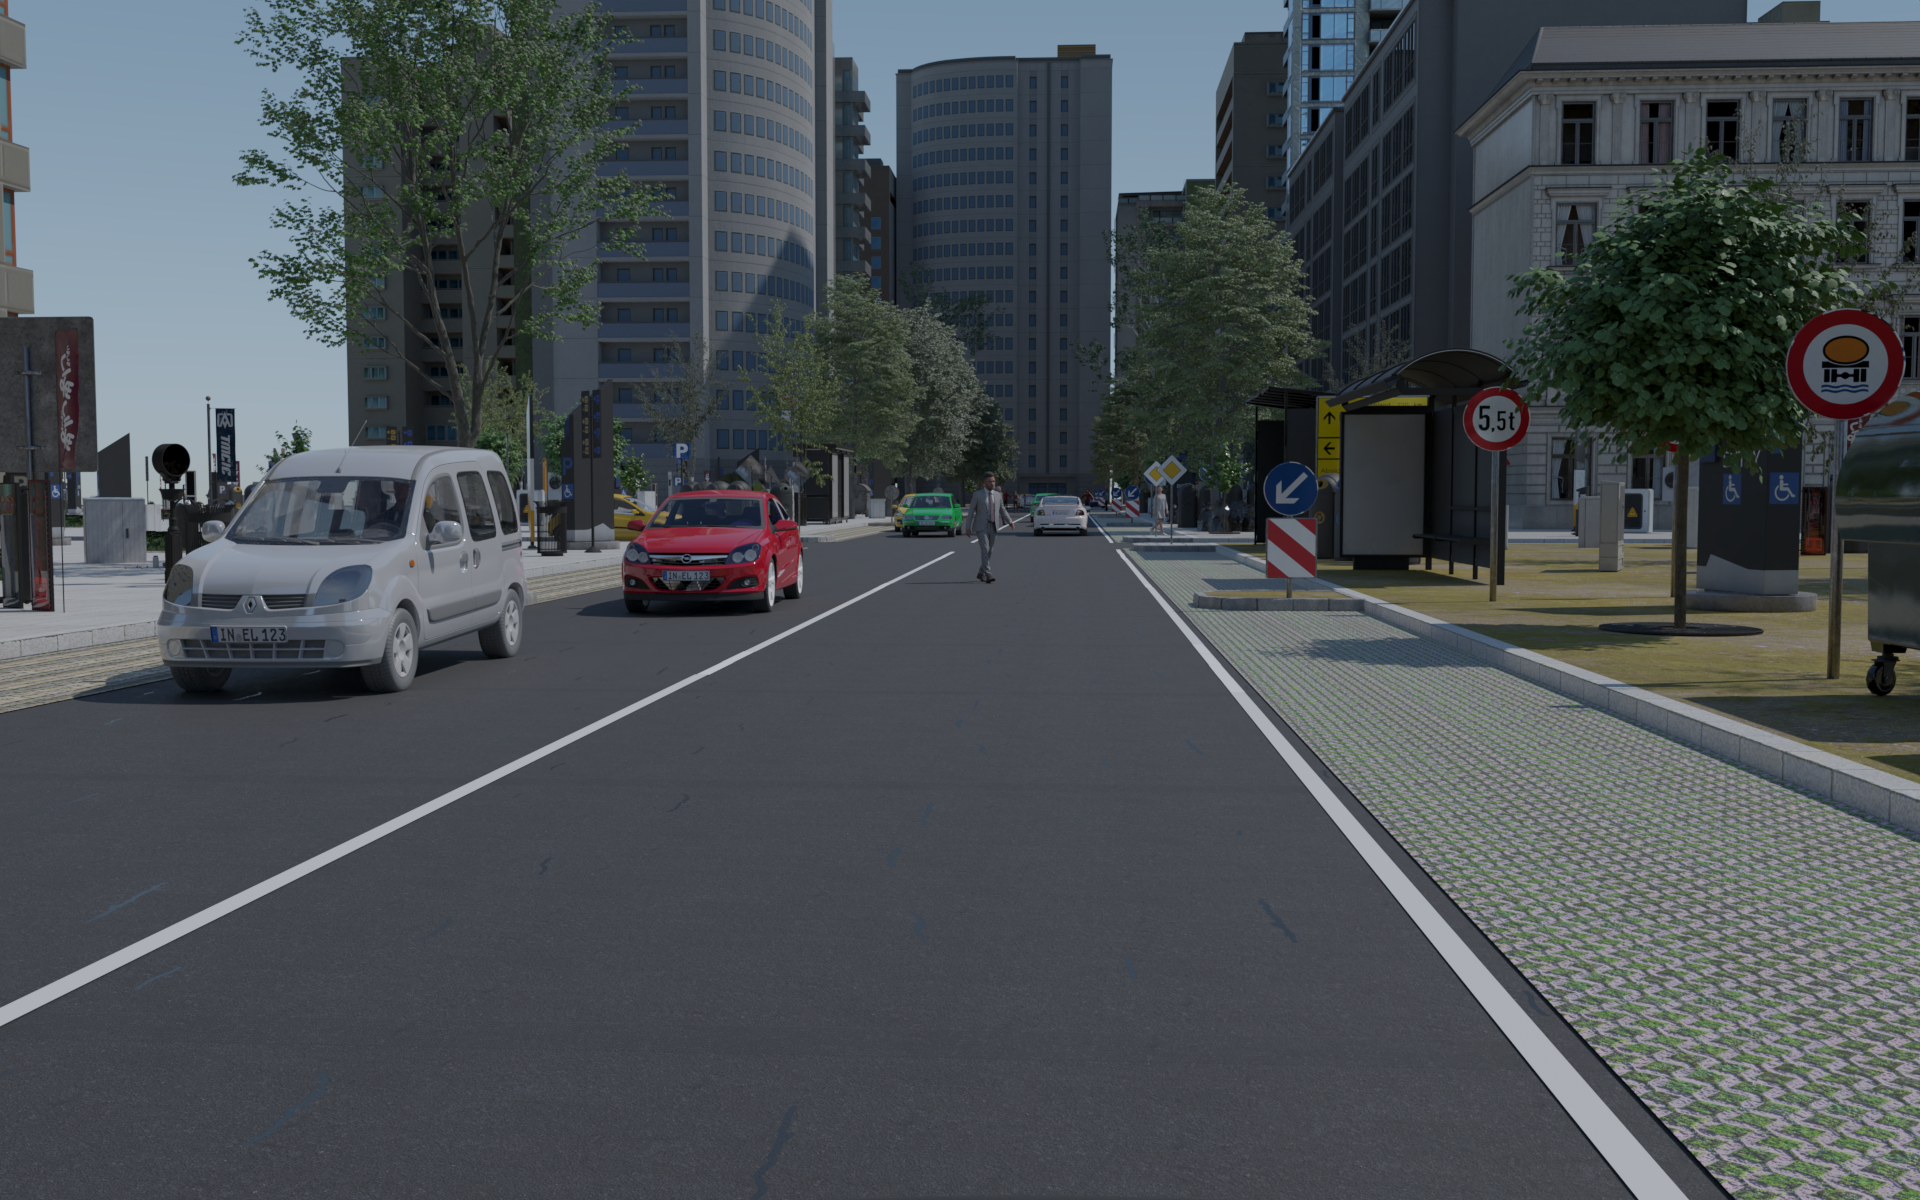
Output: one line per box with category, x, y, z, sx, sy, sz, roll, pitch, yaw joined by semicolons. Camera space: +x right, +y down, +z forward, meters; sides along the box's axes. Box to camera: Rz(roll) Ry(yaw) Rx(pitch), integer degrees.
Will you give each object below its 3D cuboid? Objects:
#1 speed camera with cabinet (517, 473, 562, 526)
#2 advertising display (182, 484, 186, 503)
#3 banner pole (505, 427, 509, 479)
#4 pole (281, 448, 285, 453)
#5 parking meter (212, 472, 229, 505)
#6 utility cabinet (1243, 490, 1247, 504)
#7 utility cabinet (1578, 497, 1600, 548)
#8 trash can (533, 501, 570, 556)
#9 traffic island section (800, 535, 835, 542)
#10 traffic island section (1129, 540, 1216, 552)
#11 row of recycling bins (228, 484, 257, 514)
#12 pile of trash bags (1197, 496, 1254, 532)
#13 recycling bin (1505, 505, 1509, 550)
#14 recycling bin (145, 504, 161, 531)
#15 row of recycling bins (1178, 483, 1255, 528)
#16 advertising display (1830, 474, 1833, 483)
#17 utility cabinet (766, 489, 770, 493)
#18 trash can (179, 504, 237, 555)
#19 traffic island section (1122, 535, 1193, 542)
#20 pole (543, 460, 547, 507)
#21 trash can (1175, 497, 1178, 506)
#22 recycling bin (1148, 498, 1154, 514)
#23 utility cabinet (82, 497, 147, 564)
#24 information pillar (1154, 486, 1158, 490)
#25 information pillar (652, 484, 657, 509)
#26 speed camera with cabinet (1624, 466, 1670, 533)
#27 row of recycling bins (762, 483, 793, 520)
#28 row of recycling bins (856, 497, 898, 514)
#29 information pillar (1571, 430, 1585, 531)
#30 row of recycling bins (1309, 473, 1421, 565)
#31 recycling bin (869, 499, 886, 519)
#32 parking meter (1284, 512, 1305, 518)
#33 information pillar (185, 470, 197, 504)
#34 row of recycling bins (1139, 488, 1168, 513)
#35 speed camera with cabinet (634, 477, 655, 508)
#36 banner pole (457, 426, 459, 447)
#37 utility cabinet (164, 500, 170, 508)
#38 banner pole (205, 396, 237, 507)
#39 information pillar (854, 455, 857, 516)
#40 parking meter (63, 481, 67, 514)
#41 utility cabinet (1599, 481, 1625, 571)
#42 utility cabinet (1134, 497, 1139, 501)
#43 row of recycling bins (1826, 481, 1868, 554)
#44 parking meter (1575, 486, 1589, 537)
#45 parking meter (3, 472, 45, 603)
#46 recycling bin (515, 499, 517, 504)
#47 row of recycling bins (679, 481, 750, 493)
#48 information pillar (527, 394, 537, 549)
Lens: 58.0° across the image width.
speed camera with cabinet;-16.856;-4.623;69.926;2.038;3.252;0.660;1;4;13
advertising display;-51.693;-6.762;115.777;0.123;1.923;0.974;0;4;-2
banner pole;-16.957;-4.580;64.901;0.401;3.779;0.863;-1;4;-12
pole;-30.007;-5.077;76.853;0.158;3.312;0.155;0;3;0
parking meter;-19.524;-2.445;45.692;0.255;1.863;0.399;2;4;28
utility cabinet;14.241;-4.712;85.725;1.173;1.500;0.318;-3;5;-43
utility cabinet;15.327;-1.852;41.447;1.020;1.237;0.306;-1;4;-13
trash can;-8.433;-1.476;35.784;0.748;1.137;0.748;0;3;0
traffic island section;-4.911;-1.862;52.724;2.009;0.180;2.903;0;4;4
traffic island section;5.397;-1.332;44.059;2.009;0.180;2.903;0;4;4
row of recycling bins;-28.628;-3.930;71.376;3.534;1.692;1.069;-2;4;-35
pile of trash bags;9.865;-3.011;58.981;3.447;1.369;1.912;0;4;-2
recycling bin;12.220;-1.688;40.157;0.722;1.027;0.722;-1;4;-11
recycling bin;-20.086;-1.828;42.444;0.722;1.027;0.722;0;4;2
row of recycling bins;9.935;-3.577;65.602;3.534;1.692;1.069;2;4;25
advertising display;28.972;-3.170;57.045;0.974;1.923;0.123;-2;4;-30
utility cabinet;-8.146;-4.182;77.049;0.318;1.500;1.173;-3;5;-40
trash can;-10.513;-0.770;24.240;0.748;1.137;0.748;0;3;0
traffic island section;5.908;-1.819;52.028;2.009;0.180;2.903;0;4;4
pole;-23.554;-6.386;98.251;0.158;3.312;0.155;0;3;0
trash can;11.335;-4.706;88.594;0.748;1.137;0.748;0;3;0
recycling bin;12.837;-6.207;114.039;0.722;1.027;0.722;2;4;29
utility cabinet;-15.719;-1.287;32.212;1.020;1.237;0.306;-2;4;-34
information pillar;13.889;-7.202;122.251;0.304;2.012;0.304;-3;4;-36
information pillar;-21.623;-7.220;122.536;0.304;2.012;0.304;1;4;9
speed camera with cabinet;22.764;-3.826;56.884;2.038;3.252;0.660;2;4;35
row of recycling bins;-7.747;-3.340;61.722;3.534;1.692;1.069;-1;4;-10
row of recycling bins;-5.493;-6.302;110.157;3.534;1.692;1.069;2;4;27
information pillar;21.298;-4.173;59.580;0.504;3.616;0.183;-2;4;-34
row of recycling bins;7.680;-1.577;32.903;1.069;1.692;3.534;-1;4;-14
recycling bin;-4.365;-4.807;91.149;0.722;1.027;0.722;-2;4;-24
parking meter;6.811;-1.813;35.348;0.399;1.863;0.255;-1;4;-13
information pillar;-23.980;-3.030;54.027;0.304;2.012;0.304;-1;4;-19
row of recycling bins;13.769;-6.691;116.508;3.534;1.692;1.069;1;4;15
speed camera with cabinet;-19.319;-6.745;104.612;0.660;3.252;2.038;2;4;32
banner pole;-13.145;-3.410;45.775;0.401;3.779;0.863;-2;4;-35
utility cabinet;-48.626;-5.985;106.530;0.318;1.500;1.173;-1;4;-8
banner pole;-18.954;-3.323;44.345;0.863;3.779;0.401;-1;4;-16
information pillar;-6.243;-6.682;100.609;0.504;3.616;0.183;0;4;-3
parking meter;-40.415;-4.421;77.987;0.255;1.863;0.399;0;4;-8
utility cabinet;10.907;-1.239;28.935;0.318;1.500;1.173;2;4;25
utility cabinet;12.863;-7.015;123.372;1.173;1.500;0.318;-3;5;-43
row of recycling bins;20.664;-1.890;38.011;3.534;1.692;1.069;-1;4;-16
parking meter;18.790;-2.684;52.301;0.372;1.533;0.369;0;3;0
parking meter;-11.049;-0.903;20.470;0.399;1.863;0.255;0;4;-8
recycling bin;-21.918;-4.464;85.547;0.722;1.027;0.722;-1;4;-14
row of recycling bins;-7.808;-2.936;55.112;1.069;1.692;3.534;-3;5;-40
information pillar;-10.103;-3.022;40.761;0.183;3.616;0.504;-1;4;-22
